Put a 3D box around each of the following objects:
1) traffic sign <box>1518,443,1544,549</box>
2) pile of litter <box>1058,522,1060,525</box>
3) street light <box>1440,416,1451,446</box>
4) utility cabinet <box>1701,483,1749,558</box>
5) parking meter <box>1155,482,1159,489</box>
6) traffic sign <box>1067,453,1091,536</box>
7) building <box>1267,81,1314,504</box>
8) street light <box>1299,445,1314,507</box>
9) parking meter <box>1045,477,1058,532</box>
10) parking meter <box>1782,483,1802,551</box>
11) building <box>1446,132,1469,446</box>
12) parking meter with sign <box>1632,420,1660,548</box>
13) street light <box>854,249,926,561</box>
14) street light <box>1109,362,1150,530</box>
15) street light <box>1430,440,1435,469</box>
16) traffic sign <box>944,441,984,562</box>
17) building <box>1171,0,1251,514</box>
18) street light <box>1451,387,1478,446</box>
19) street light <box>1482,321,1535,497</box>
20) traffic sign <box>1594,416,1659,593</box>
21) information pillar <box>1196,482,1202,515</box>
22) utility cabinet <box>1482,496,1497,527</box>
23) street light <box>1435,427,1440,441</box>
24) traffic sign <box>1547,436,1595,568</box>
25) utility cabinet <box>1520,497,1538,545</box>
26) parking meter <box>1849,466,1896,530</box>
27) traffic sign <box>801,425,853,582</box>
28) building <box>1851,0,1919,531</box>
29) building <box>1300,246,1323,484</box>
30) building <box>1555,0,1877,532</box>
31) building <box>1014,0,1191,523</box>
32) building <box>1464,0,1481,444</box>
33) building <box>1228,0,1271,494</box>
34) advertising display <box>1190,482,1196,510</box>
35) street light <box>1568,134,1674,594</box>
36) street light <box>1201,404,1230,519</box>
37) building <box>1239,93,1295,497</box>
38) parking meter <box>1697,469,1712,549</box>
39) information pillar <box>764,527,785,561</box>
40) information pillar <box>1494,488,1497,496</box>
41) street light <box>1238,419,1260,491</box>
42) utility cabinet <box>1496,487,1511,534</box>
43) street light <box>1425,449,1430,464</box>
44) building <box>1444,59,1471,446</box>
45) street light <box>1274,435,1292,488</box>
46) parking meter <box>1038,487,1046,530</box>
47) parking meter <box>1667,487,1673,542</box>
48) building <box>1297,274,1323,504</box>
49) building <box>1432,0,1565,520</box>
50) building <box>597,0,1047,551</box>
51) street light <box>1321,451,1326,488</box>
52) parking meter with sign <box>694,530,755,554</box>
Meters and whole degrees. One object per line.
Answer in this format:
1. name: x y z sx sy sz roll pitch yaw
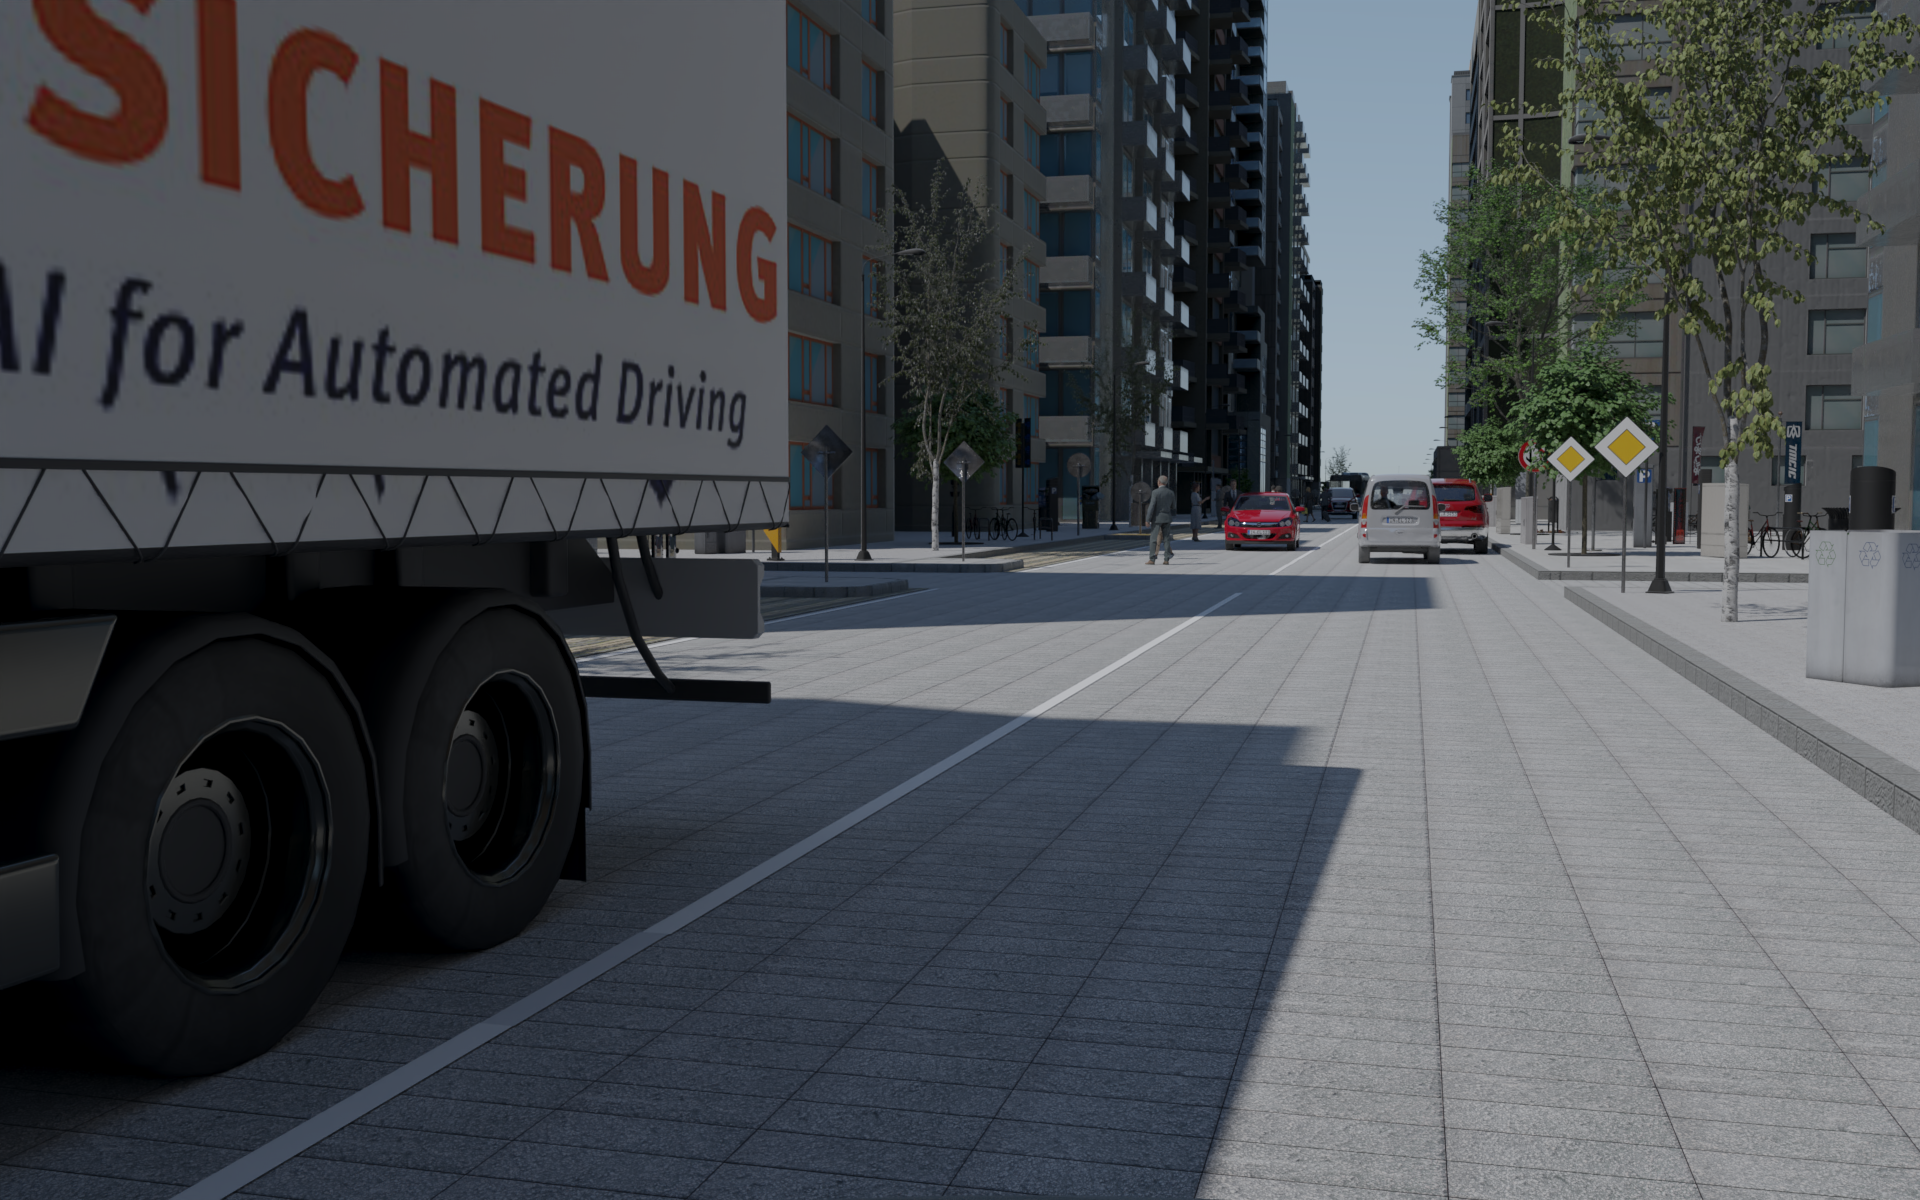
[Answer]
1. traffic sign: 13.332 -2.450 40.158 0.768 2.556 0.104 1 4 19
2. pile of litter: 3.562 -3.494 71.091 1.719 0.858 1.176 3 5 44
3. street light: 29.433 -7.971 102.865 1.470 5.913 1.316 1 4 15
4. utility cabinet: 15.386 -1.599 34.828 0.318 1.500 1.173 0 4 -8
5. parking meter: 8.336 -4.074 72.317 0.255 1.863 0.399 3 4 36
6. traffic sign: 3.658 -3.265 53.496 0.768 2.556 0.104 1 4 19
7. building: 29.630 -35.829 205.420 23.786 49.044 30.456 1 4 15
8. street light: 32.547 -11.654 163.089 1.470 5.913 1.316 1 4 15
9. parking meter: 3.132 -3.266 59.110 0.399 1.863 0.255 -2 4 -27
10. parking meter: 18.967 -1.901 39.490 0.372 1.533 0.369 0 3 0
11. building: 62.803 -31.404 197.046 14.154 41.232 14.086 1 4 15
12. parking meter with sign: 16.433 -2.772 41.578 0.543 3.016 1.738 1 4 19
13. street light: -1.328 -3.702 33.065 1.470 5.913 1.316 1 4 15
14. street light: 5.967 -5.410 60.987 1.470 5.913 1.316 1 4 15
15. street light: 40.939 -10.687 147.276 1.470 5.913 1.316 1 4 15
16. traffic sign: 0.068 -1.789 32.888 0.795 2.450 0.064 1 4 15
17. building: 8.681 -28.652 123.090 22.147 44.769 28.867 1 4 15
18. street light: 22.081 -6.258 74.863 1.470 5.913 1.316 1 4 15
19. street light: 14.808 -4.529 46.587 1.470 5.913 1.316 1 4 15
20. traffic sign: 8.601 -1.148 22.410 0.795 2.450 0.064 1 4 15
21. information pillar: 14.390 -6.120 104.558 0.304 2.012 0.304 3 5 40
22. utility cabinet: 20.788 -3.461 67.747 1.020 1.237 0.306 1 4 17
23. street light: 33.684 -8.979 119.344 1.470 5.913 1.316 1 4 15
24. traffic sign: 10.608 -1.621 30.140 0.795 2.450 0.064 1 4 15
25. utility cabinet: 14.603 -2.038 44.476 0.306 1.237 1.020 1 4 11
26. parking meter: 8.335 -0.455 15.850 0.372 1.533 0.369 0 3 0
27. traffic sign: -1.940 -1.316 25.159 0.795 2.450 0.064 1 4 15
28. building: 35.661 -25.432 35.422 30.456 49.044 23.786 1 4 15
29. building: 36.447 -33.924 246.544 32.217 40.220 23.993 1 4 15
30. building: 29.653 -23.269 64.040 14.154 41.232 14.086 1 4 15
31. building: -0.058 -28.802 90.520 23.786 49.044 30.456 1 4 15
32. building: 58.433 -32.833 160.528 21.300 48.544 21.600 1 4 15
33. building: 16.502 -51.253 150.658 22.319 86.520 31.000 1 4 15
34. advertising display: 12.273 -5.264 91.288 0.123 1.923 0.974 0 4 -2
35. street light: 8.536 -3.048 22.380 1.470 5.913 1.316 1 4 15
36. street light: 13.240 -7.160 89.607 1.470 5.913 1.316 1 4 15
37. building: 25.685 -29.954 173.345 14.154 41.232 14.086 1 4 15
38. parking meter: 17.425 -2.130 40.543 0.255 1.863 0.399 1 4 16
39. information pillar: -3.595 -2.561 33.220 0.183 3.616 0.504 -3 5 -42
40. information pillar: 22.967 -5.084 74.474 0.183 3.616 0.504 3 5 40
41. street light: 17.842 -8.236 107.192 1.470 5.913 1.316 1 4 15
42. utility cabinet: 17.496 -2.882 55.799 0.318 1.500 1.173 1 4 10
43. street light: 48.358 -12.451 176.119 1.470 5.913 1.316 1 4 15
44. building: 78.249 -42.675 239.729 21.231 58.520 28.212 1 4 15
45. street light: 25.142 -9.948 135.196 1.470 5.913 1.316 1 4 15
46. parking meter: 2.966 -3.245 61.470 0.372 1.533 0.369 0 3 0
47. parking meter: 18.893 -2.325 46.420 0.372 1.533 0.369 0 3 0
48. building: 39.808 -27.806 226.328 14.160 30.474 14.107 1 4 15
49. building: 35.243 -39.729 87.816 20.563 71.187 20.611 1 4 15
50. building: -13.698 -12.905 56.040 27.650 21.520 28.899 1 4 15
51. street light: 38.920 -13.195 188.277 1.470 5.913 1.316 1 4 15
52. parking meter with sign: -5.027 -2.520 37.460 0.543 3.016 1.738 2 4 34
